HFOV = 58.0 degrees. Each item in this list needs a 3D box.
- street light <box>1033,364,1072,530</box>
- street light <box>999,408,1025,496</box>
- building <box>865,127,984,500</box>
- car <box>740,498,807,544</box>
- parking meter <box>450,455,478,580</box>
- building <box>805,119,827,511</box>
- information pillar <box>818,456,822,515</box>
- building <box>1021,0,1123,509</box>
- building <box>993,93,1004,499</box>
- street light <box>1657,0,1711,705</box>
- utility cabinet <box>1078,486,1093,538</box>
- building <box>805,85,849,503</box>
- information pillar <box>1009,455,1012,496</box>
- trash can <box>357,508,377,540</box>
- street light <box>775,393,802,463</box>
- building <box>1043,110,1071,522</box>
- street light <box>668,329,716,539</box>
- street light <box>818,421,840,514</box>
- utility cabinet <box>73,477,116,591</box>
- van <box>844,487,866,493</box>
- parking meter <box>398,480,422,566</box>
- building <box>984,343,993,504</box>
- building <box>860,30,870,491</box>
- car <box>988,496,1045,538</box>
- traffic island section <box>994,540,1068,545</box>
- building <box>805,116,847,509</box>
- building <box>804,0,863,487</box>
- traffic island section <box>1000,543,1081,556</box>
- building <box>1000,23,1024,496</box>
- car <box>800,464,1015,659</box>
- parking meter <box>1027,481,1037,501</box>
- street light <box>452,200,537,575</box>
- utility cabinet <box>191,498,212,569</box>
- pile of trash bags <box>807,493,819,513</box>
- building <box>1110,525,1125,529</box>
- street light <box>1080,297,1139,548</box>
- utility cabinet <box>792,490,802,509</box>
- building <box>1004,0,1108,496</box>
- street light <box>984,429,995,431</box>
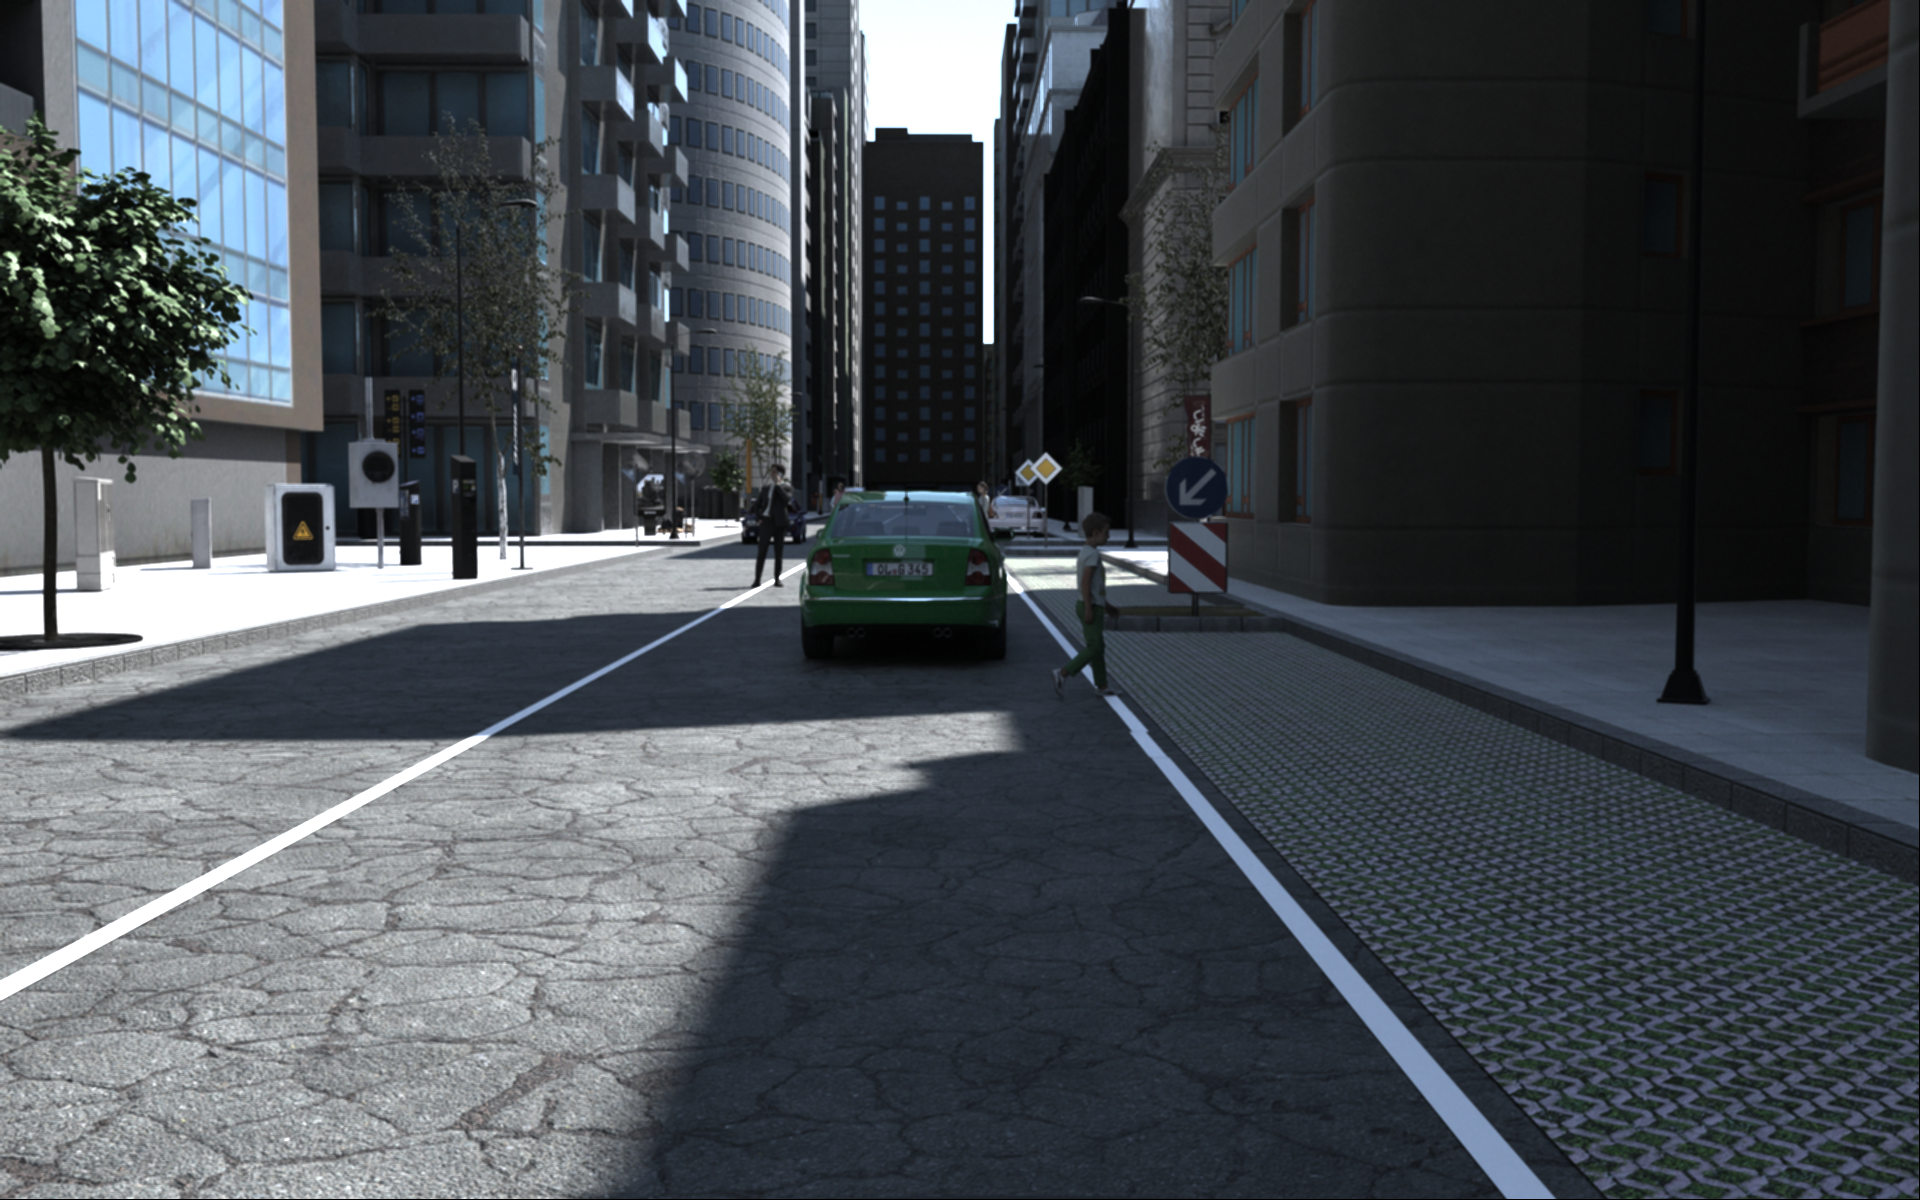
[{"bbox_3d":[3.305,-5.478,62.113,1.470,5.913,1.316,0,4,-1],"label":"street light"},{"bbox_3d":[2.908,-7.371,93.055,1.470,5.913,1.316,0,4,-1],"label":"street light"},{"bbox_3d":[-4.321,-34.532,214.707,14.200,45.320,14.600,0,4,-1],"label":"building"},{"bbox_3d":[-5.444,-2.343,50.891,1.945,1.354,3.894,0,4,-2],"label":"car"},{"bbox_3d":[-7.473,-1.248,26.113,0.255,1.863,0.399,-3,5,-42],"label":"parking meter"},{"bbox_3d":[-17.657,-21.979,131.056,14.160,30.474,14.107,0,4,-1],"label":"building"},{"bbox_3d":[-8.500,-6.978,105.451,0.183,3.616,0.504,-1,4,-16],"label":"information pillar"},{"bbox_3d":[10.120,-20.271,108.916,11.434,29.767,29.804,0,4,-1],"label":"building"},{"bbox_3d":[10.993,-30.214,177.586,14.154,41.232,14.086,0,4,-1],"label":"building"},{"bbox_3d":[3.933,-2.323,10.529,1.470,5.913,1.316,0,4,-1],"label":"street light"},{"bbox_3d":[3.671,-2.560,50.536,0.318,1.500,1.173,0,4,-3],"label":"utility cabinet"},{"bbox_3d":[-18.263,-29.673,168.741,14.154,41.232,14.086,0,4,-1],"label":"building"},{"bbox_3d":[2.985,-6.815,102.783,0.183,3.616,0.504,1,4,19],"label":"information pillar"},{"bbox_3d":[-16.713,-2.281,48.946,0.748,1.137,0.748,0,3,0],"label":"trash can"},{"bbox_3d":[-7.945,-6.552,79.672,1.470,5.913,1.316,0,4,-1],"label":"street light"},{"bbox_3d":[10.786,-15.698,86.340,12.332,23.373,15.834,0,4,-1],"label":"building"},{"bbox_3d":[-7.559,-4.672,48.932,1.470,5.913,1.316,0,4,-1],"label":"street light"},{"bbox_3d":[-8.390,-8.456,110.794,1.470,5.913,1.316,0,4,-1],"label":"street light"},{"bbox_3d":[-11.548,-0.885,23.148,0.318,1.500,1.173,-1,4,-18],"label":"utility cabinet"},{"bbox_3d":[-6.079,-5.618,98.861,2.013,2.044,4.112,0,4,0],"label":"van"},{"bbox_3d":[-9.908,-1.394,31.207,0.372,1.533,0.369,0,3,0],"label":"parking meter"},{"bbox_3d":[17.518,-23.114,222.953,28.899,21.520,27.650,0,4,-1],"label":"building"},{"bbox_3d":[-25.585,-41.398,218.848,28.212,58.520,21.231,0,4,-1],"label":"building"},{"bbox_3d":[1.670,-2.526,53.661,2.083,1.381,4.827,0,4,1],"label":"car"},{"bbox_3d":[1.963,-1.645,49.170,2.009,0.180,2.903,0,4,-1],"label":"traffic island section"},{"bbox_3d":[-26.273,-27.999,149.668,32.217,40.220,23.993,0,4,-1],"label":"building"},{"bbox_3d":[-21.407,-45.838,187.709,20.611,71.187,20.563,0,4,-1],"label":"building"},{"bbox_3d":[2.062,-1.156,41.186,2.009,0.180,2.903,0,4,-1],"label":"traffic island section"},{"bbox_3d":[10.959,-31.383,163.229,14.600,45.320,14.200,0,4,-1],"label":"building"},{"bbox_3d":[-0.451,-0.467,16.433,1.959,1.807,4.718,0,4,1],"label":"car"},{"bbox_3d":[3.141,-4.292,75.883,0.399,1.863,0.255,1,4,16],"label":"parking meter"},{"bbox_3d":[-7.379,-3.361,27.487,1.470,5.913,1.316,0,4,-1],"label":"street light"},{"bbox_3d":[-13.119,-1.149,29.943,0.306,1.237,1.020,-1,4,-22],"label":"utility cabinet"},{"bbox_3d":[-11.099,-6.742,119.990,3.447,1.369,1.912,3,4,36],"label":"pile of trash bags"},{"bbox_3d":[11.340,-14.700,70.024,12.332,23.373,15.834,0,4,-1],"label":"building"},{"bbox_3d":[3.534,-4.192,41.077,1.470,5.913,1.316,0,4,-1],"label":"street light"},{"bbox_3d":[-8.330,-4.792,87.024,0.318,1.500,1.173,1,4,22],"label":"utility cabinet"},{"bbox_3d":[15.773,-31.883,140.887,23.786,49.044,30.456,0,4,-1],"label":"building"},{"bbox_3d":[2.405,-9.239,123.604,1.470,5.913,1.316,0,4,-1],"label":"street light"}]
